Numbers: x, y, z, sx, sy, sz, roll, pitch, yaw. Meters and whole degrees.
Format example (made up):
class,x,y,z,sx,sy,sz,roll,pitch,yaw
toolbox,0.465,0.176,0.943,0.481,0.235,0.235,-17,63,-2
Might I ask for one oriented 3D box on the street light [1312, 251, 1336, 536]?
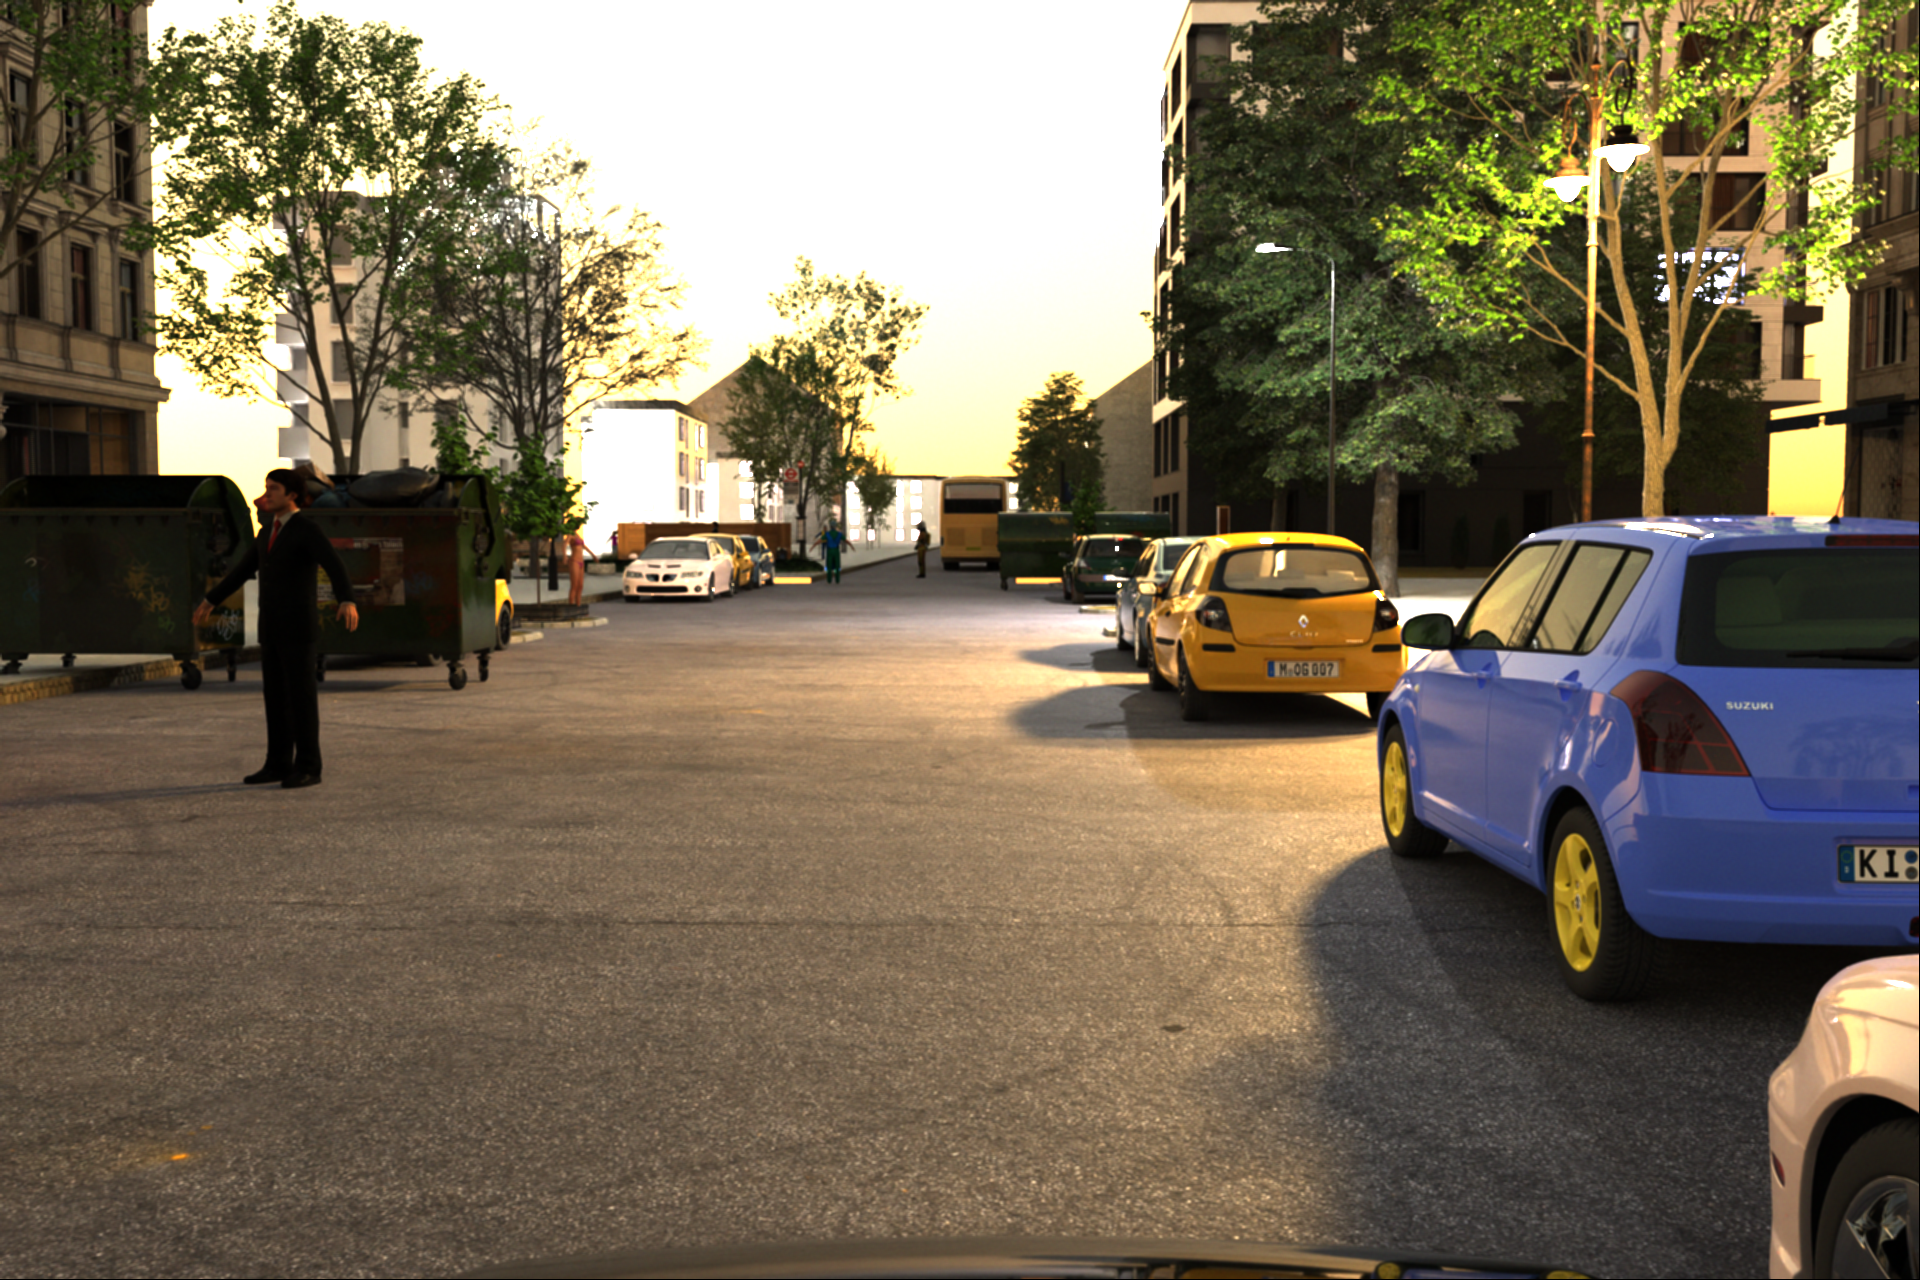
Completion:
class,x,y,z,sx,sy,sz,roll,pitch,yaw
street light,6.507,-3.377,27.751,1.470,5.913,1.316,0,4,1

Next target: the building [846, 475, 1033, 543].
class,x,y,z,sx,sy,sz,roll,pitch,yaw
building,-3.610,-18.403,245.500,28.070,9.664,9.099,0,4,-3

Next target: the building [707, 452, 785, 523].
class,x,y,z,sx,sy,sz,roll,pitch,yaw
building,-23.904,-15.248,191.456,9.099,9.664,28.070,0,4,1

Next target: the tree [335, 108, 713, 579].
class,x,y,z,sx,sy,sz,roll,pitch,yaw
tree,-12.344,-8.525,49.758,12.009,13.543,11.850,0,3,0

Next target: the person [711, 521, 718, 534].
class,x,y,z,sx,sy,sz,roll,pitch,yaw
person,-8.935,-3.412,62.512,0.721,1.740,1.216,0,4,-6

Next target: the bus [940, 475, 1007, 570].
class,x,y,z,sx,sy,sz,roll,pitch,yaw
bus,0.535,-4.895,71.579,2.896,3.916,12.252,0,4,0

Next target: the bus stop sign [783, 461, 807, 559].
class,x,y,z,sx,sy,sz,roll,pitch,yaw
bus stop sign,-6.038,-4.567,63.378,0.855,3.939,0.416,0,4,2

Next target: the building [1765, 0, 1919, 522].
class,x,y,z,sx,sy,sz,roll,pitch,yaw
building,28.648,-17.962,39.785,12.429,33.558,17.177,0,4,1

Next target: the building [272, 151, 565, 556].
class,x,y,z,sx,sy,sz,roll,pitch,yaw
building,-27.994,-14.108,87.091,16.016,20.090,11.380,0,4,1

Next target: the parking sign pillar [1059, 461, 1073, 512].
class,x,y,z,sx,sy,sz,roll,pitch,yaw
parking sign pillar,3.944,-4.670,64.831,1.447,3.967,1.447,0,4,1

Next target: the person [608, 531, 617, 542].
class,x,y,z,sx,sy,sz,roll,pitch,yaw
person,-16.466,-4.780,84.377,1.346,1.802,0.704,-1,4,-15

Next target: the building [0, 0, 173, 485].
class,x,y,z,sx,sy,sz,roll,pitch,yaw
building,-28.069,-11.040,30.474,10.553,20.879,40.483,0,4,1

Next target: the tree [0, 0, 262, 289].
class,x,y,z,sx,sy,sz,roll,pitch,yaw
tree,-12.581,-5.842,21.275,9.928,11.665,9.643,0,3,0

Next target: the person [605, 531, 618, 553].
class,x,y,z,sx,sy,sz,roll,pitch,yaw
person,-15.688,-4.252,78.794,0.991,1.433,0.599,1,4,15

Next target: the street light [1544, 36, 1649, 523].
class,x,y,z,sx,sy,sz,roll,pitch,yaw
street light,6.099,-2.690,16.771,0.468,5.910,1.993,0,4,1

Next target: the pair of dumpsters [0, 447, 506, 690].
class,x,y,z,sx,sy,sz,roll,pitch,yaw
pair of dumpsters,-6.648,-0.693,16.289,4.436,2.255,1.574,0,4,1

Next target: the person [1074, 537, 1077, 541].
class,x,y,z,sx,sy,sz,roll,pitch,yaw
person,5.426,-4.142,73.868,1.345,1.843,0.704,-1,4,-14

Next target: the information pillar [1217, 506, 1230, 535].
class,x,y,z,sx,sy,sz,roll,pitch,yaw
information pillar,6.942,-2.522,45.719,0.304,2.012,0.304,0,4,1

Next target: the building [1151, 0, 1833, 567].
class,x,y,z,sx,sy,sz,roll,pitch,yaw
building,22.952,-14.609,82.838,27.936,21.610,32.646,0,4,1

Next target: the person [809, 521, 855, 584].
class,x,y,z,sx,sy,sz,roll,pitch,yaw
person,-3.646,-2.513,49.677,1.347,1.817,0.704,-1,4,-16

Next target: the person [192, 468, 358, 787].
class,x,y,z,sx,sy,sz,roll,pitch,yaw
person,-3.871,-0.077,9.910,1.347,1.806,0.705,2,4,30

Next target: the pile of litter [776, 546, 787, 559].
class,x,y,z,sx,sy,sz,roll,pitch,yaw
pile of litter,-6.176,-2.951,62.214,1.176,0.858,1.719,0,4,2

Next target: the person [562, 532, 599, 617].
class,x,y,z,sx,sy,sz,roll,pitch,yaw
person,-6.597,-1.273,30.075,0.721,1.733,1.217,1,4,15

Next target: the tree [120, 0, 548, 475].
class,x,y,z,sx,sy,sz,roll,pitch,yaw
tree,-11.928,-6.589,33.493,9.928,11.665,9.643,0,3,0

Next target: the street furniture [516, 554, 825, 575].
class,x,y,z,sx,sy,sz,roll,pitch,yaw
street furniture,-9.569,-2.509,56.650,10.072,0.657,5.734,0,4,1

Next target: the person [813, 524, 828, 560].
class,x,y,z,sx,sy,sz,roll,pitch,yaw
person,-6.651,-4.838,85.568,1.216,1.772,0.721,0,4,-7

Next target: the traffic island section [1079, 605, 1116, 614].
class,x,y,z,sx,sy,sz,roll,pitch,yaw
traffic island section,3.200,-0.547,31.812,1.991,0.108,1.994,0,4,1

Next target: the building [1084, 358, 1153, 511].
class,x,y,z,sx,sy,sz,roll,pitch,yaw
building,24.767,-23.163,209.645,19.493,23.208,18.063,0,4,1

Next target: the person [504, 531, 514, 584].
class,x,y,z,sx,sy,sz,roll,pitch,yaw
person,-11.826,-2.328,44.839,0.721,1.736,1.217,-1,4,-12

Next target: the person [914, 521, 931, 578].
class,x,y,z,sx,sy,sz,roll,pitch,yaw
person,-1.290,-2.985,57.023,0.705,1.858,1.354,0,4,7

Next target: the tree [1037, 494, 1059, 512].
class,x,y,z,sx,sy,sz,roll,pitch,yaw
tree,12.718,-17.871,242.557,4.737,8.622,4.395,0,3,0

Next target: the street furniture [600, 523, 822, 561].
class,x,y,z,sx,sy,sz,roll,pitch,yaw
street furniture,-9.925,-3.929,71.089,11.010,1.723,9.812,3,5,44

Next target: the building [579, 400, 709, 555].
class,x,y,z,sx,sy,sz,roll,pitch,yaw
building,-22.232,-11.015,122.236,9.099,9.664,28.070,0,3,0

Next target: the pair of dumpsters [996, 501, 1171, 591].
class,x,y,z,sx,sy,sz,roll,pitch,yaw
pair of dumpsters,3.148,-2.406,44.290,4.436,2.255,1.574,0,4,1

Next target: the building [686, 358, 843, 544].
class,x,y,z,sx,sy,sz,roll,pitch,yaw
building,-24.862,-23.895,221.618,19.493,23.208,18.063,0,4,0
